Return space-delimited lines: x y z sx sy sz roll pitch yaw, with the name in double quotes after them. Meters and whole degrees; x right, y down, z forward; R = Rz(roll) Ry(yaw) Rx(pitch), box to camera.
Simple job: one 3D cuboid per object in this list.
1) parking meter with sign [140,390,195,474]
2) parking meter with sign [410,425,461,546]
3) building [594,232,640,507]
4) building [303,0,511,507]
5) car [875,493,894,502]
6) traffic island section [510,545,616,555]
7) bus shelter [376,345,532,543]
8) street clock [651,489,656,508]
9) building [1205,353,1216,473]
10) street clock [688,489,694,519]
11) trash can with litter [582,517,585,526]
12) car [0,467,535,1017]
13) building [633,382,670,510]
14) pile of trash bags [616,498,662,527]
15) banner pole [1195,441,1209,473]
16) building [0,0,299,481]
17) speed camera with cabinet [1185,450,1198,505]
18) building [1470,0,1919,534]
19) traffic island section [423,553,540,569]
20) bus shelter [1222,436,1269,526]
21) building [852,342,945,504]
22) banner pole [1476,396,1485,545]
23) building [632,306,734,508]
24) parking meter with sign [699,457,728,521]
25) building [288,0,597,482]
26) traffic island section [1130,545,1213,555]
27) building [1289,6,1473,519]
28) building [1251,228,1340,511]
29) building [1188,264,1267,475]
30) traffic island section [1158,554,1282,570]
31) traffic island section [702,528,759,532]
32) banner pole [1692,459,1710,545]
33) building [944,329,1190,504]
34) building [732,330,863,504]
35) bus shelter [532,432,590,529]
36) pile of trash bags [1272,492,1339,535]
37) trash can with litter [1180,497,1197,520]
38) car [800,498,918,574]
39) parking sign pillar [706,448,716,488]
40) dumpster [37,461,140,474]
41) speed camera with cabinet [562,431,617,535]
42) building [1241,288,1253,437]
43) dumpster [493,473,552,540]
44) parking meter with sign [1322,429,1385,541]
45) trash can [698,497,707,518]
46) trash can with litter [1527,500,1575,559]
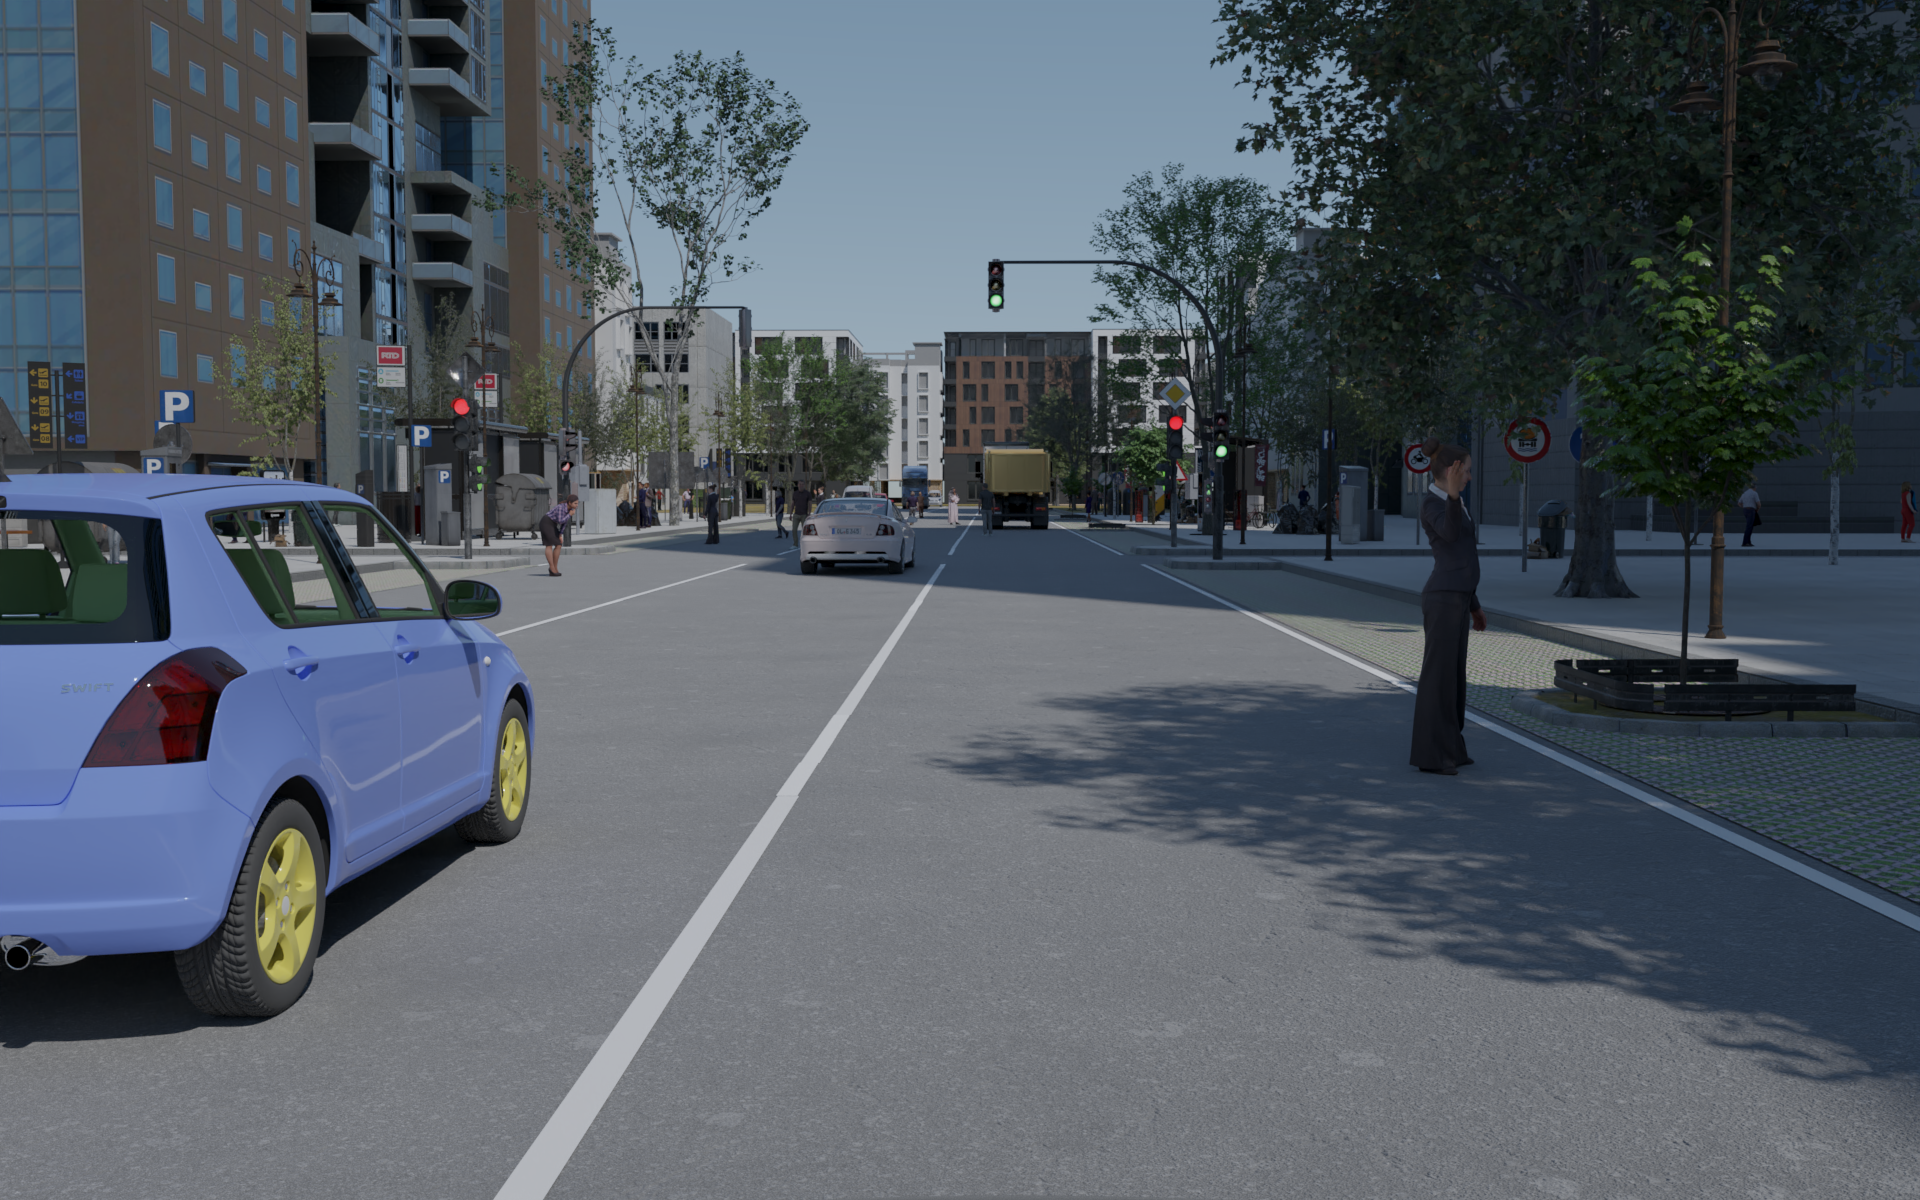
-13.056 -1.958 28.274 0.543 3.016 1.738 0 4 -4 "parking meter with sign"
-13.039 -2.872 43.212 0.543 3.016 1.738 -3 5 -44 "parking meter with sign"
-31.713 -16.332 123.441 16.016 20.091 11.380 0 4 1 "building"
-35.761 -47.172 83.932 22.319 86.520 31.000 0 4 1 "building"
-4.767 -5.371 96.849 2.155 1.783 4.494 0 4 0 "car"
-9.568 -1.214 42.124 2.009 0.180 2.903 0 4 1 "traffic island section"
-14.547 -4.384 49.305 2.179 5.291 8.768 0 4 1 "bus shelter"
-14.986 -4.884 84.431 0.358 2.002 0.471 -1 4 -12 "street clock"
36.923 -22.356 221.934 11.380 20.091 16.016 0 4 1 "building"
-13.806 -5.159 88.926 0.358 2.002 0.471 1 4 20 "street clock"
-15.426 -3.586 70.021 0.624 1.170 1.055 0 4 1 "trash can with litter"
-2.674 0.217 6.049 1.945 1.707 3.694 0 3 0 "car"
-28.590 -12.346 143.998 9.099 9.664 28.070 0 4 1 "building"
-13.269 -3.580 68.281 1.912 1.369 3.447 1 4 18 "pile of trash bags"
11.506 -5.641 82.240 0.863 3.779 0.401 -1 4 -12 "banner pole"
-33.293 -25.218 62.432 14.600 45.320 14.200 0 4 1 "building"
11.264 -5.158 78.662 2.038 3.252 0.660 -1 4 -18 "speed camera with cabinet"
35.906 -31.930 64.056 28.212 58.520 21.231 0 4 1 "building"
-9.708 -0.725 34.140 2.009 0.180 2.903 0 4 1 "traffic island section"
11.621 -4.965 72.460 1.731 3.624 6.357 0 4 1 "bus shelter"
-7.827 -22.365 222.087 11.380 20.091 16.016 0 4 1 "building"
13.260 -3.321 44.307 0.401 3.779 0.863 1 4 15 "banner pole"
-39.430 -18.658 171.519 31.486 18.905 16.747 0 4 1 "building"
-11.701 -5.274 82.491 0.543 3.016 1.738 2 4 24 "parking meter with sign"
-31.313 -27.985 107.673 14.600 45.320 14.200 0 4 1 "building"
5.191 -1.198 41.861 2.009 0.180 2.903 0 4 1 "traffic island section"
33.087 -48.076 98.719 22.319 86.520 31.000 0 4 1 "building"
30.775 -16.650 128.651 16.016 20.091 11.380 0 4 1 "building"
37.593 -19.461 162.160 27.936 21.610 32.646 0 4 1 "building"
5.051 -0.709 33.877 2.009 0.180 2.903 0 4 1 "traffic island section"
-8.813 -2.685 66.765 1.991 0.108 1.994 0 4 1 "traffic island section"
18.547 -3.253 43.198 0.401 3.779 0.863 -1 4 -16 "banner pole"
14.440 -23.494 228.105 32.646 21.610 27.936 0 4 1 "building"
-29.842 -23.569 229.322 32.646 21.610 27.936 0 4 1 "building"
-14.933 -5.040 60.033 2.179 5.291 8.768 0 4 1 "bus shelter"
11.405 -2.760 54.875 1.912 1.369 3.447 -1 4 -20 "pile of trash bags"
10.777 -4.245 80.799 1.055 1.170 0.624 1 4 9 "trash can with litter"
-1.869 -1.226 32.409 2.083 1.381 4.827 0 4 3 "car"
-14.771 -7.007 103.039 1.447 3.967 1.447 -1 4 -19 "parking sign pillar"
-15.743 -1.569 31.417 1.264 1.857 1.865 0 4 1 "dumpster"
-11.740 -3.702 54.866 0.660 3.252 2.038 2 4 26 "speed camera with cabinet"
31.170 -17.365 140.343 16.016 20.091 11.380 0 4 1 "building"
-12.383 -2.646 49.025 1.264 1.857 1.865 0 4 1 "dumpster"
10.675 -3.096 46.873 1.738 3.016 0.543 -2 4 -24 "parking meter with sign"
-13.680 -4.958 92.714 0.748 1.137 0.748 0 3 0 "trash can"
11.663 -1.402 34.311 1.055 1.170 0.624 -3 5 -43 "trash can with litter"
